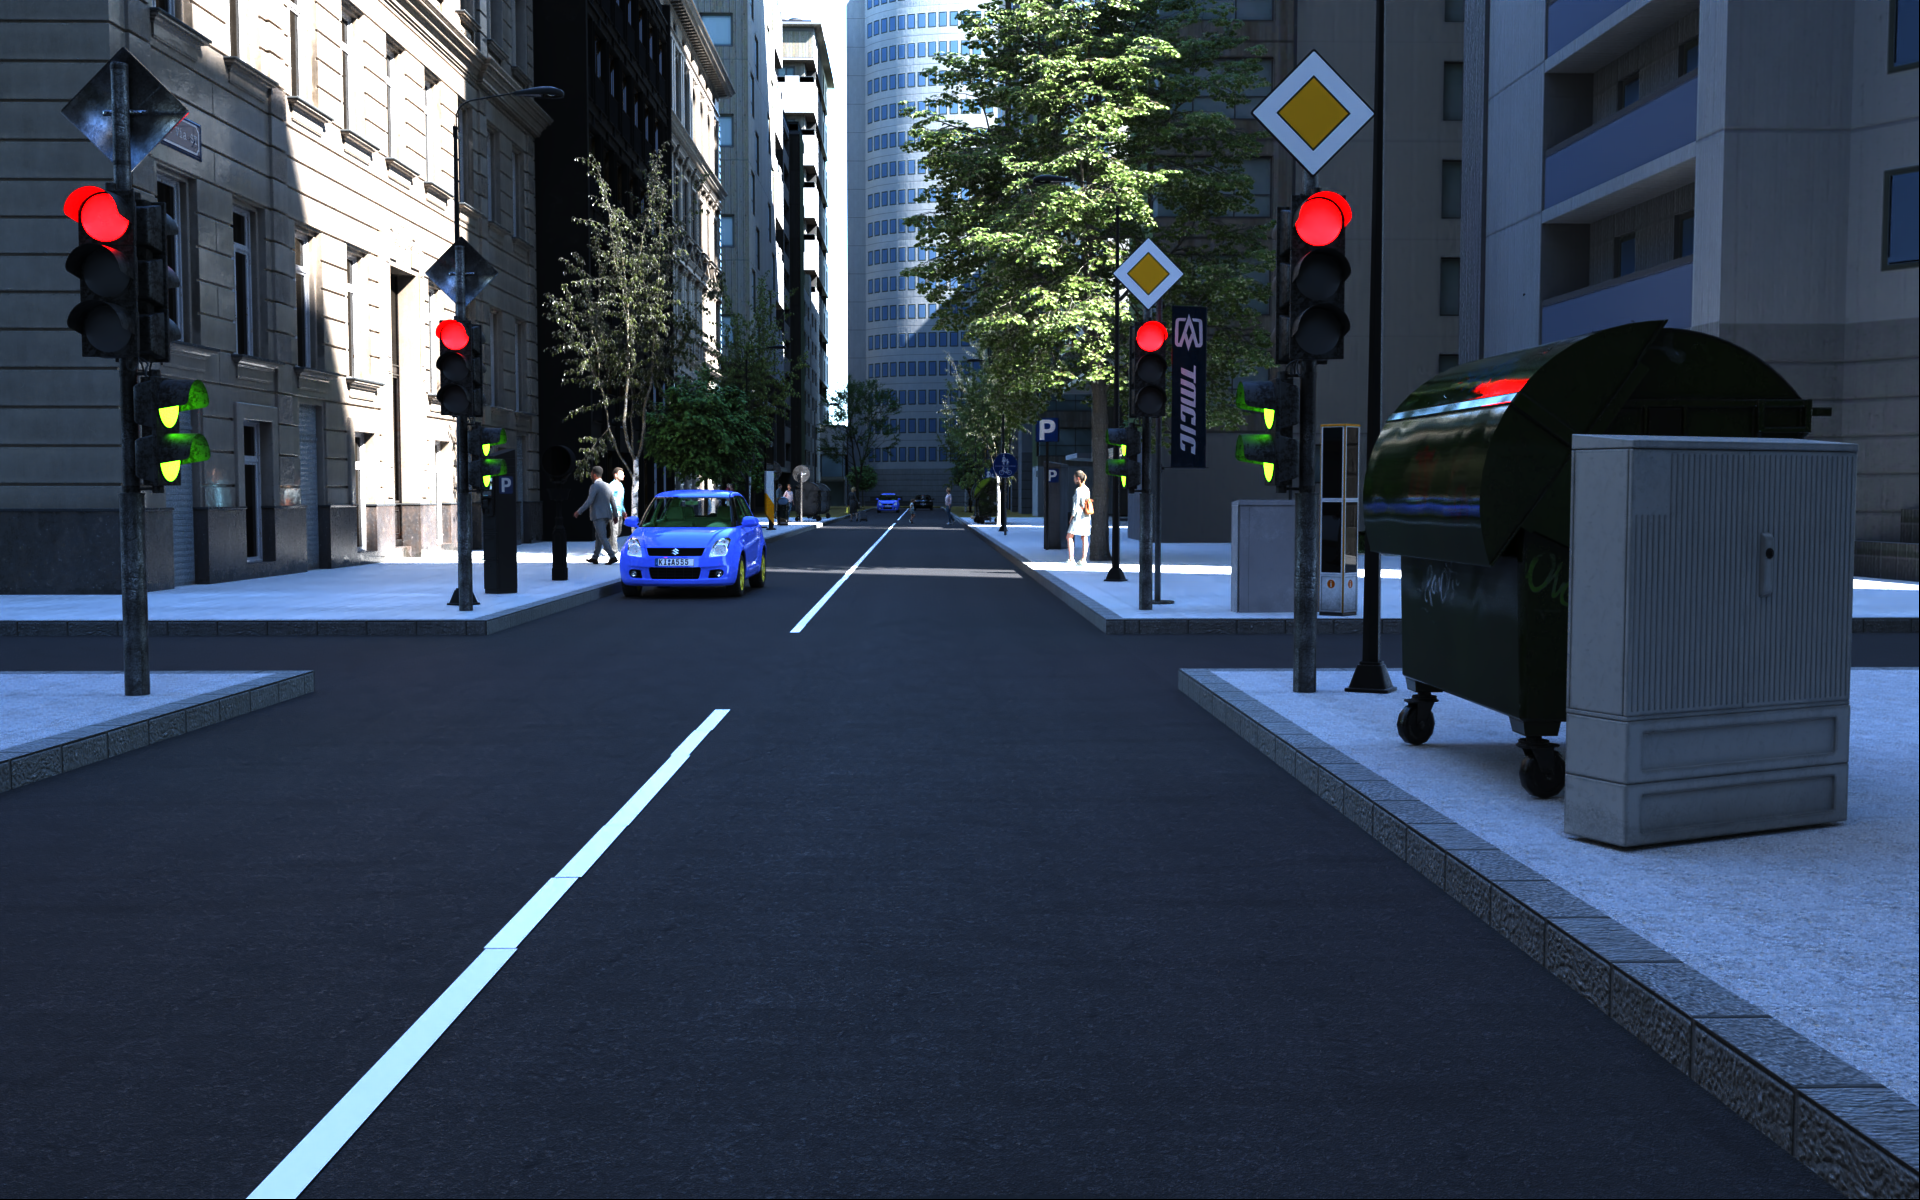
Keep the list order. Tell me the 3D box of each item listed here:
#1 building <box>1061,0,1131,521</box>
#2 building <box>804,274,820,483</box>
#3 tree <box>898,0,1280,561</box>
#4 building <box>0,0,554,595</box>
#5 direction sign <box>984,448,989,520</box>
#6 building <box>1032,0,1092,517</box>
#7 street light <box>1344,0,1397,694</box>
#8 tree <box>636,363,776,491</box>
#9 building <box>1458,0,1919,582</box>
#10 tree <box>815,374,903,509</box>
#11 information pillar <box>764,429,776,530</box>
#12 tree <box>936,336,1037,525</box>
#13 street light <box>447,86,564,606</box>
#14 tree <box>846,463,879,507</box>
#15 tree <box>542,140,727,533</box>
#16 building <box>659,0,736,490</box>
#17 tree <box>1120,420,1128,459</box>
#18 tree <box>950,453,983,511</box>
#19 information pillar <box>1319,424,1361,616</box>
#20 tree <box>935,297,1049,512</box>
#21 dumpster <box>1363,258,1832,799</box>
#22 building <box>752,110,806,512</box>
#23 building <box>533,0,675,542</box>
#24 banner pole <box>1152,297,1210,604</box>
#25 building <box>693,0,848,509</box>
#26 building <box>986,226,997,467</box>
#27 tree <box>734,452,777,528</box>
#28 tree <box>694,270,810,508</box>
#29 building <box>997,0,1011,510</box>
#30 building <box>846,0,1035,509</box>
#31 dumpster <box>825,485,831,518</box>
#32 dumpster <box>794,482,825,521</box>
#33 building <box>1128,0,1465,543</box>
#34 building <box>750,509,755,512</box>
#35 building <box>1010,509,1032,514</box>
[{"bbox_3d":[19.111,-30.006,79.830,28.713,52.752,27.495,0,4,-1],"label":"building"},{"bbox_3d":[-27.681,-18.860,153.400,28.899,21.520,27.650,0,4,-1],"label":"building"},{"bbox_3d":[2.283,-7.033,33.110,7.486,12.596,7.792,0,3,0],"label":"tree"},{"bbox_3d":[-16.506,-14.431,33.212,12.463,27.353,25.104,0,4,-1],"label":"building"},{"bbox_3d":[1.303,-5.647,84.326,0.379,3.537,0.876,-1,4,-14],"label":"direction sign"},{"bbox_3d":[11.258,-20.326,104.028,14.160,30.474,14.107,0,4,-1],"label":"building"},{"bbox_3d":[2.140,-2.359,11.116,1.470,5.913,1.316,0,4,-1],"label":"street light"},{"bbox_3d":[-6.353,-3.648,43.360,4.285,4.588,4.351,0,3,0],"label":"tree"},{"bbox_3d":[25.856,-29.879,30.517,28.212,58.520,21.231,0,4,-1],"label":"building"},{"bbox_3d":[-8.722,-13.644,148.834,9.928,11.665,9.643,0,3,0],"label":"tree"},{"bbox_3d":[-6.815,-4.316,61.925,0.183,3.616,0.504,2,4,29],"label":"information pillar"},{"bbox_3d":[1.396,-7.351,70.551,4.360,8.622,3.978,0,3,0],"label":"tree"},{"bbox_3d":[-5.210,-2.896,19.889,1.470,5.913,1.316,0,4,-1],"label":"street light"},{"bbox_3d":[-9.555,-11.391,169.954,4.285,4.588,4.351,0,3,0],"label":"tree"},{"bbox_3d":[-6.936,-5.281,36.707,4.360,8.622,3.978,0,3,0],"label":"tree"},{"bbox_3d":[-15.826,-14.854,71.741,11.050,23.489,19.941,0,4,-1],"label":"building"},{"bbox_3d":[7.135,-4.817,62.474,4.285,4.588,4.351,0,3,0],"label":"tree"},{"bbox_3d":[0.883,-8.885,128.985,4.285,4.588,4.351,0,3,0],"label":"tree"},{"bbox_3d":[4.005,-0.844,18.290,0.304,2.012,0.304,3,5,43],"label":"information pillar"},{"bbox_3d":[1.591,-7.017,65.088,4.737,8.622,4.395,0,3,0],"label":"tree"},{"bbox_3d":[2.850,-0.338,8.024,1.502,2.255,1.985,0,4,-1],"label":"dumpster"},{"bbox_3d":[-18.991,-21.817,128.414,14.160,30.474,14.107,0,4,-1],"label":"building"},{"bbox_3d":[-16.258,-13.712,53.876,12.332,23.373,15.834,0,4,-1],"label":"building"},{"bbox_3d":[2.535,-1.852,20.302,0.863,3.779,0.401,-1,4,-21],"label":"banner pole"},{"bbox_3d":[-26.184,-36.992,194.061,27.495,52.752,28.713,0,4,-1],"label":"building"},{"bbox_3d":[9.357,-23.778,160.473,14.160,30.474,14.107,0,4,-1],"label":"building"},{"bbox_3d":[-7.681,-4.330,65.399,1.663,3.219,1.824,0,3,0],"label":"tree"},{"bbox_3d":[-7.043,-6.558,57.582,4.737,8.622,4.395,0,3,0],"label":"tree"},{"bbox_3d":[10.357,-30.324,145.911,14.600,45.320,14.200,0,4,-1],"label":"building"},{"bbox_3d":[1.738,-39.700,191.096,28.212,58.520,21.231,0,4,-1],"label":"building"},{"bbox_3d":[-7.514,-5.275,92.011,1.264,1.857,1.865,0,4,-1],"label":"dumpster"},{"bbox_3d":[-7.213,-4.676,82.216,1.264,1.857,1.865,0,4,-1],"label":"dumpster"},{"bbox_3d":[11.884,-22.488,51.280,14.154,41.232,14.086,0,4,-1],"label":"building"},{"bbox_3d":[-25.199,-31.644,106.620,28.713,52.752,27.495,0,4,-1],"label":"building"},{"bbox_3d":[14.159,-35.619,124.365,21.231,58.520,28.212,0,4,-1],"label":"building"}]
